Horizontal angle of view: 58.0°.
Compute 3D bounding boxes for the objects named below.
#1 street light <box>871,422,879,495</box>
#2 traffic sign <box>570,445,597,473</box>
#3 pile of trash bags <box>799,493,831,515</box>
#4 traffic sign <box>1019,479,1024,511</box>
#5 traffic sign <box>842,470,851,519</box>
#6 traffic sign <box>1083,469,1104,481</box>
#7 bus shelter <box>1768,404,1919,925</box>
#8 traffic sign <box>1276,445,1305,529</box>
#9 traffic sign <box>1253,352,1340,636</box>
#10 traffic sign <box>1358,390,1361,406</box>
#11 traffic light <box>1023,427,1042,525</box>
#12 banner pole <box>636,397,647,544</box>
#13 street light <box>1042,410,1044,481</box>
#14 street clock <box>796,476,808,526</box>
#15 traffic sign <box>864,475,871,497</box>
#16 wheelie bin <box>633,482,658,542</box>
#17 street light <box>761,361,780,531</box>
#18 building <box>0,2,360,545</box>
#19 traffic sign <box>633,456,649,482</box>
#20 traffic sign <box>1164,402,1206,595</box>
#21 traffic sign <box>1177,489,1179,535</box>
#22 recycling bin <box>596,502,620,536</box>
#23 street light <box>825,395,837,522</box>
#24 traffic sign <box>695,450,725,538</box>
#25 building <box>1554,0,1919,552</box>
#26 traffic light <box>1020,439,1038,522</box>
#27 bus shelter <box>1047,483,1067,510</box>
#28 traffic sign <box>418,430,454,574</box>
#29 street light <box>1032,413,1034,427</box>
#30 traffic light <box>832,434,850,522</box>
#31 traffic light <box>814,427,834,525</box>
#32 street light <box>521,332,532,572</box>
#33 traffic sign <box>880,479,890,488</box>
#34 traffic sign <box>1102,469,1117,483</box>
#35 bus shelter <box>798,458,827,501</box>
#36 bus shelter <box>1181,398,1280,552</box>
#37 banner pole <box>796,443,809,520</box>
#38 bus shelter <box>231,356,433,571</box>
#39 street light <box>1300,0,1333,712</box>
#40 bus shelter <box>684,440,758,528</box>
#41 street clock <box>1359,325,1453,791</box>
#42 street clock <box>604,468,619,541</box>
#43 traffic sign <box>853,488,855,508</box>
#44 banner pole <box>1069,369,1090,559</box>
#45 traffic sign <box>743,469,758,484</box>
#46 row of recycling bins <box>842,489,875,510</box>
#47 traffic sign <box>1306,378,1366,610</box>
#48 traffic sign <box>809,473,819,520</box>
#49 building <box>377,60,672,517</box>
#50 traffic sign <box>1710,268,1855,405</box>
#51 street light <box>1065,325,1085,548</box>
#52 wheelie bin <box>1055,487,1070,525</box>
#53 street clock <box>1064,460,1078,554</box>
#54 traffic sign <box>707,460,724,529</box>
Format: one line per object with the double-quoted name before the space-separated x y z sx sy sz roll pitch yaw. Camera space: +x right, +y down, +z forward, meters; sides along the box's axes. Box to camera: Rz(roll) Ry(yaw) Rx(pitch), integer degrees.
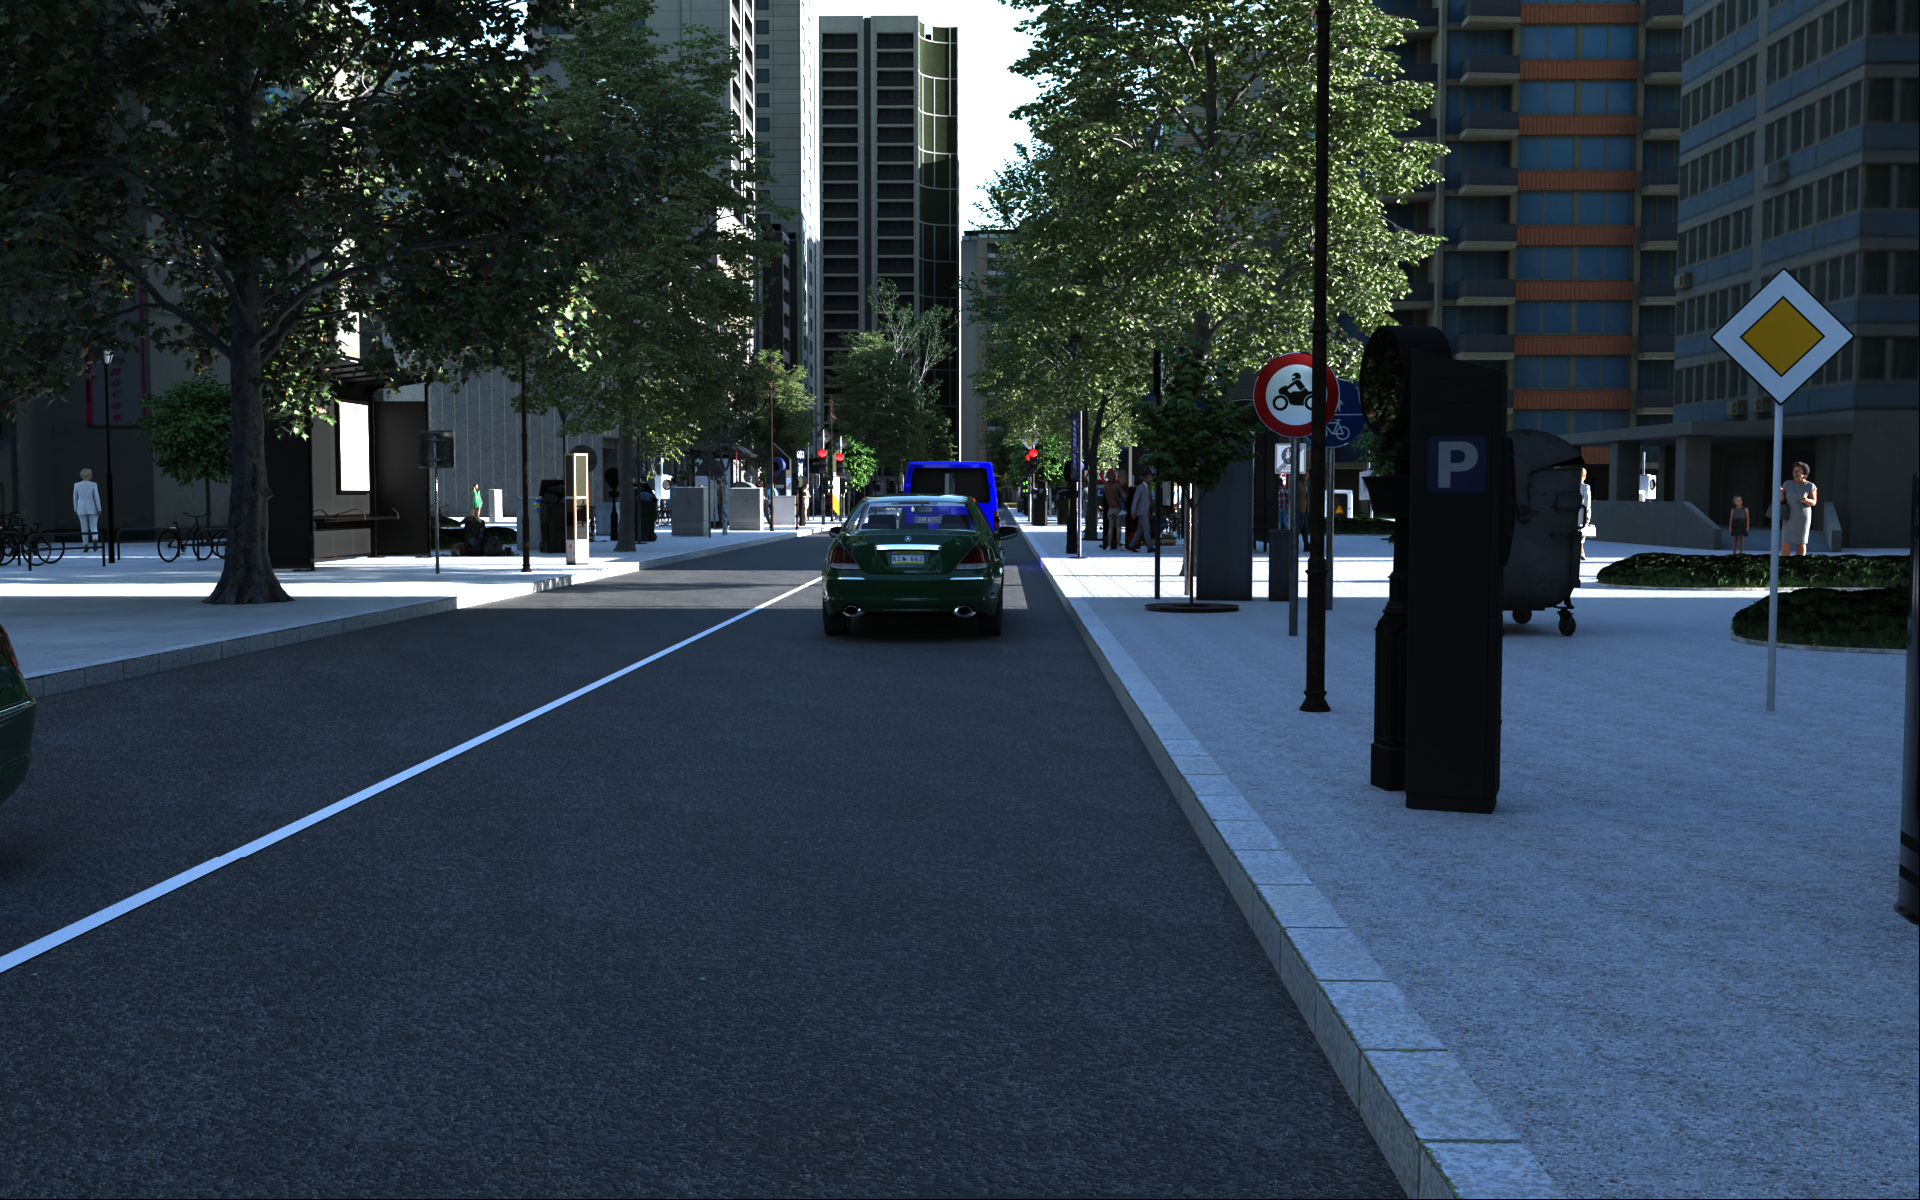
"street light" -5.440 -8.471 111.283 0.468 5.910 1.993 0 4 1
"traffic sign" -9.753 -2.732 44.777 0.768 2.556 0.104 0 4 2
"pile of trash bags" -8.627 -5.843 105.291 1.912 1.369 3.447 2 4 27
"traffic sign" 4.699 -7.798 127.597 0.768 2.556 0.104 1 4 8
"traffic sign" -6.018 -5.478 89.673 0.768 2.556 0.104 1 4 9
"traffic sign" 5.515 -4.370 71.452 0.884 2.594 0.081 1 4 9
"bus shelter" 2.946 -1.434 1.074 2.179 5.291 8.768 0 4 1
"traffic sign" 6.679 -2.016 35.086 0.606 2.300 0.079 0 4 4
"traffic sign" 3.023 -0.949 15.629 0.768 2.556 0.104 1 4 8
"traffic sign" 3.859 -0.921 15.169 0.768 2.556 0.104 0 4 4
"traffic light" 3.039 -5.107 72.419 0.839 4.253 0.868 0 4 1
"banner pole" -8.207 -3.343 44.668 0.401 3.779 0.863 1 4 10
"street light" 3.415 -6.035 71.459 0.468 5.910 1.993 0 4 1
"street clock" -6.336 -3.970 69.486 0.358 2.002 0.471 -3 5 -39
"traffic sign" -5.716 -6.324 103.511 0.768 2.556 0.104 1 4 10
"wheelie bin" -8.617 -2.382 46.853 0.980 1.594 0.693 3 5 41
"street light" -6.464 -5.298 59.403 0.468 5.910 1.993 0 4 1
"building" -31.648 -26.002 48.827 21.600 48.544 21.300 0 4 1
"traffic sign" -10.820 -3.550 58.152 0.768 2.556 0.104 0 4 7
"traffic sign" 2.888 -1.333 21.894 0.768 2.556 0.104 0 4 8
"traffic sign" 6.893 -3.340 54.710 0.768 2.556 0.104 1 4 9
"recycling bin" -10.805 -2.517 53.705 0.722 1.027 0.722 2 4 23
"street light" -5.994 -6.608 80.835 0.468 5.910 1.993 0 4 1
"traffic sign" -7.343 -3.105 50.777 0.884 2.594 0.081 0 4 5
"building" 33.501 -21.596 44.970 32.217 40.220 23.993 0 4 1
"traffic light" 3.217 -5.595 80.402 0.839 4.253 0.868 0 4 1
"bus shelter" 7.254 -8.624 132.289 1.731 3.624 6.357 0 4 1
"traffic sign" -8.430 -1.575 27.888 0.606 2.300 0.079 0 4 7
"street light" 3.918 -7.376 93.390 0.468 5.910 1.993 0 4 1
"traffic light" -5.542 -5.606 80.581 0.839 4.253 0.868 0 4 1
"traffic light" -5.721 -5.118 72.598 0.839 4.253 0.868 0 4 1
"street light" -7.135 -3.397 28.326 0.468 5.910 1.993 0 4 1
"traffic sign" -4.935 -6.842 113.999 0.606 2.300 0.079 0 4 4
"traffic sign" 7.475 -5.309 86.904 0.768 2.556 0.104 0 4 7
"bus shelter" -9.339 -7.415 112.515 1.731 3.624 6.357 0 4 1
"bus shelter" 6.086 -2.778 39.352 2.014 3.302 5.546 0 4 1
"banner pole" -7.587 -5.751 84.048 0.863 3.779 0.401 -2 4 -30
"bus shelter" -11.224 -2.479 31.813 1.731 3.624 6.357 0 4 1
"street light" 2.105 -2.281 10.088 0.468 5.910 1.993 0 4 1
"bus shelter" -9.291 -4.512 67.695 2.014 3.302 5.546 0 4 1
"street clock" 1.921 -0.180 7.520 0.358 2.002 0.471 -1 4 -10
"street clock" -9.508 -2.633 47.614 0.471 2.002 0.358 0 4 3
"traffic sign" -6.440 -6.436 105.235 0.884 2.594 0.081 0 4 5
"banner pole" 2.336 -2.731 34.670 0.401 3.779 0.863 -1 4 -12
"traffic sign" -10.637 -5.376 88.006 0.768 2.556 0.104 1 4 9
"row of recycling bins" -8.162 -7.817 134.919 3.534 1.692 1.069 -1 4 -9
"traffic sign" 4.083 -1.160 19.079 0.768 2.556 0.104 1 4 11
"traffic sign" -7.213 -5.081 85.198 0.606 2.300 0.079 1 4 9
"building" -25.501 -17.535 104.719 12.078 24.808 19.932 0 4 1
"traffic sign" 4.810 -0.637 10.143 0.795 2.593 0.064 1 4 9
"street light" 2.714 -4.157 40.753 0.468 5.910 1.993 0 4 1
"wheelie bin" 4.440 -3.962 72.688 0.980 1.594 0.693 2 4 31
"street clock" 2.405 -1.998 37.245 0.358 2.002 0.471 -1 4 -15
"traffic sign" -9.030 -3.887 63.654 0.768 2.556 0.104 1 4 11
